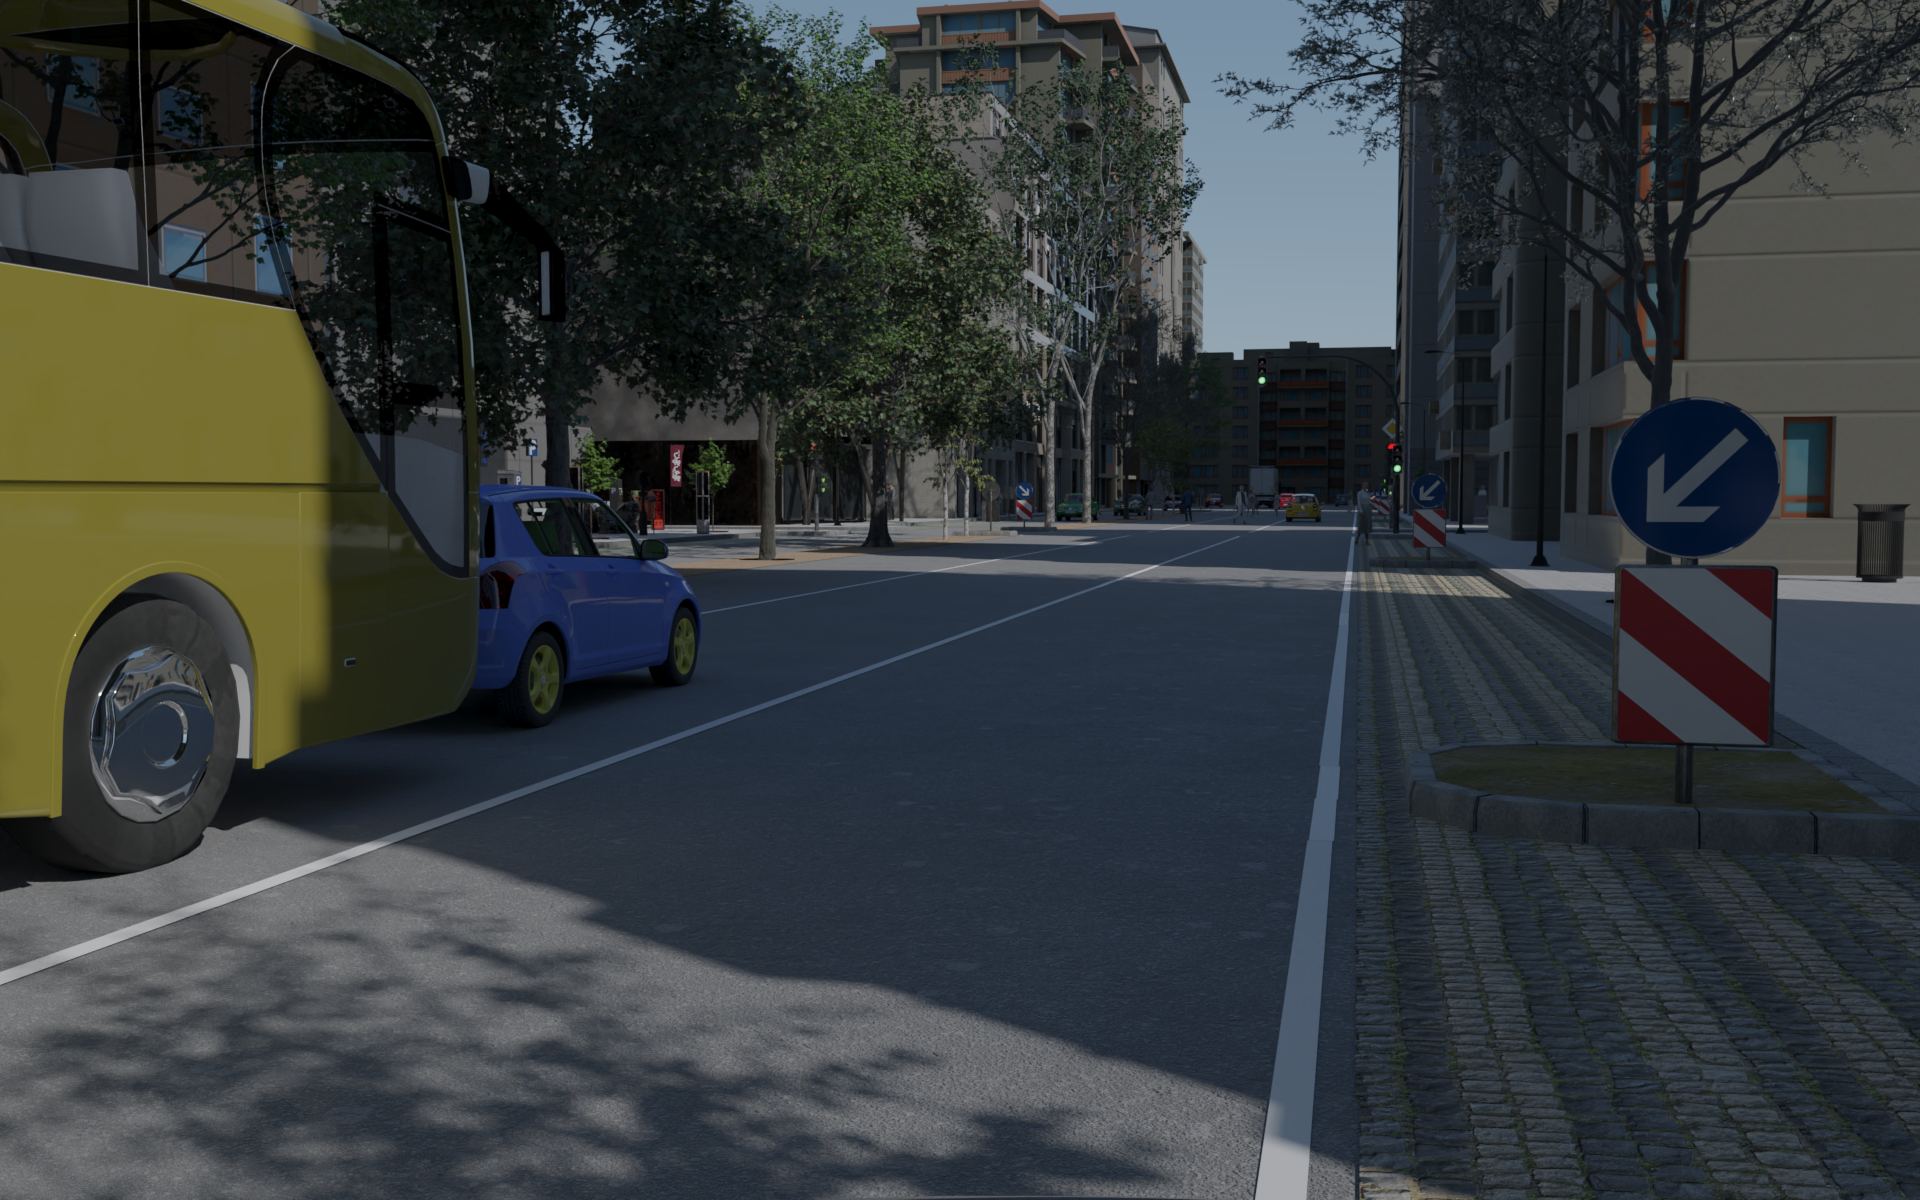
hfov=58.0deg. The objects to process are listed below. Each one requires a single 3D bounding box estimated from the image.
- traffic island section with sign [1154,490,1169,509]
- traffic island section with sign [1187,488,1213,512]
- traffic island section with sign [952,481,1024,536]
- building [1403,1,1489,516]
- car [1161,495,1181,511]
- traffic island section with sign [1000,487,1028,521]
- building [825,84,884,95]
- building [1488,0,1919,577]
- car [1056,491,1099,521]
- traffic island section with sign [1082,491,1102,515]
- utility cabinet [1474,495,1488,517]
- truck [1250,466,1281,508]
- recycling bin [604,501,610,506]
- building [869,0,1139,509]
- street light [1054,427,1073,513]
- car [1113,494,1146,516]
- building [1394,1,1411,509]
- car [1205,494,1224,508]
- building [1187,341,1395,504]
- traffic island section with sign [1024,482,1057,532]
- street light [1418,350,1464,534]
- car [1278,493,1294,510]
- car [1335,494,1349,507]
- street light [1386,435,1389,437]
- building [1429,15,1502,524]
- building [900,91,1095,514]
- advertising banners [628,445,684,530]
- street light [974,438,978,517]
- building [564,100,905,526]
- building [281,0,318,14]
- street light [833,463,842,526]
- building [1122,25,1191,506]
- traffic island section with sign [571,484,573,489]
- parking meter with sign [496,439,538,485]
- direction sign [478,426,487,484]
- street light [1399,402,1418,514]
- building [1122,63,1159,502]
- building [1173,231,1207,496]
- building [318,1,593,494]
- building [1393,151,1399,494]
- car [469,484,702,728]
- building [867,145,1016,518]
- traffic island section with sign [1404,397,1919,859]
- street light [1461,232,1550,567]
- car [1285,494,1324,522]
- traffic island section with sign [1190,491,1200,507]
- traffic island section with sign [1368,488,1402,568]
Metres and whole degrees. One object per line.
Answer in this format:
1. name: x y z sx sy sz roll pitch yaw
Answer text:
1. traffic island section with sign: 19.984 -9.761 168.214 1.989 1.847 2.006 1 4 13
2. traffic island section with sign: 19.413 -8.070 140.085 2.006 1.907 1.989 1 4 13
3. traffic island section with sign: 0.933 -3.149 59.626 2.006 1.907 1.989 1 4 13
4. building: 39.740 -34.820 111.302 21.231 58.520 28.212 1 4 13
5. car: 18.004 -8.166 146.094 1.945 1.354 3.894 1 4 12
6. traffic island section with sign: 2.578 -5.126 92.444 1.989 1.847 2.006 1 4 13
7. building: -5.321 -42.804 241.845 28.212 58.520 21.231 1 4 13
8. building: 27.315 -11.814 38.196 27.650 21.520 28.899 1 4 13
9. car: 6.317 -5.148 92.962 1.959 1.807 4.718 1 4 14
10. traffic island section with sign: 8.690 -6.751 119.005 1.989 1.847 2.006 1 4 13
11. utility cabinet: 28.507 -5.154 95.423 1.020 1.237 0.306 0 4 2
12. truck: 31.504 -11.621 178.915 2.839 4.237 11.283 1 4 13
13. recycling bin: -12.591 -2.901 59.993 0.722 1.027 0.722 3 5 39
14. building: 4.278 -30.820 158.536 22.147 44.769 28.867 1 4 13
15. street light: 7.137 -9.021 120.039 1.470 5.913 1.316 1 4 13
16. car: 11.347 -6.315 115.046 2.131 1.459 4.920 1 4 14
17. building: 50.076 -32.419 153.755 21.300 48.544 21.600 1 4 13
18. car: 27.077 -10.735 184.554 2.155 1.783 4.494 1 4 13
19. building: 46.617 -23.804 234.235 28.899 21.520 27.650 1 4 13
20. traffic island section with sign: 2.601 -3.591 66.844 2.006 1.907 1.989 1 4 13
21. street light: 15.589 -5.086 55.696 1.470 5.913 1.316 1 4 13
22. car: 29.408 -8.964 155.596 2.155 1.783 4.494 1 4 12
23. car: 43.878 -11.387 198.171 2.014 1.417 4.499 1 4 15
24. street light: 28.461 -8.538 112.138 1.470 5.913 1.316 1 4 13
25. building: 33.480 -23.478 75.746 23.993 40.220 32.217 1 4 13
26. building: -2.267 -19.636 125.562 19.350 26.468 34.151 1 4 13
27. advertising banners: -10.755 -3.990 61.416 2.074 3.025 0.090 -2 4 -28
28. street light: 1.382 -7.504 95.237 1.470 5.913 1.316 1 4 13
29. building: -11.225 -12.891 78.215 16.820 18.784 16.811 1 4 13
30. building: -21.470 -23.201 29.449 14.600 45.320 14.200 1 4 13
31. street light: -4.426 -5.946 69.763 1.470 5.913 1.316 1 4 13
32. building: 12.017 -37.670 205.137 27.495 52.752 28.713 1 4 13
33. traffic island section with sign: -9.464 -1.919 40.002 1.989 1.847 2.006 1 4 13
34. parking meter with sign: -14.264 -3.582 54.822 1.738 3.016 0.543 1 4 18
35. direction sign: -13.573 -3.480 48.891 0.379 3.537 0.876 1 4 13
36. street light: 22.818 -7.020 87.311 1.470 5.913 1.316 1 4 13
37. building: 12.700 -32.332 178.744 14.600 45.320 14.200 1 4 13
38. building: 21.424 -33.653 242.103 23.993 40.220 32.217 1 4 13
39. building: -25.933 -37.688 54.450 20.611 71.187 20.563 1 4 13
40. building: 58.027 -31.707 201.996 14.154 41.232 14.086 1 4 13
41. car: -3.092 -0.150 12.043 1.945 1.707 3.694 1 4 12
42. building: -3.522 -14.962 99.374 10.420 20.320 16.860 1 4 13
43. traffic island section with sign: 3.069 0.046 7.877 1.989 1.847 2.006 1 4 13
44. street light: 9.785 -3.561 30.760 1.470 5.913 1.316 1 4 13
45. car: 17.768 -4.847 89.478 2.015 1.641 3.980 1 4 14
46. traffic island section with sign: 26.135 -11.399 194.994 1.989 1.847 2.006 1 4 13
47. traffic island section with sign: 9.110 -1.561 34.150 1.989 1.847 2.006 1 4 13
